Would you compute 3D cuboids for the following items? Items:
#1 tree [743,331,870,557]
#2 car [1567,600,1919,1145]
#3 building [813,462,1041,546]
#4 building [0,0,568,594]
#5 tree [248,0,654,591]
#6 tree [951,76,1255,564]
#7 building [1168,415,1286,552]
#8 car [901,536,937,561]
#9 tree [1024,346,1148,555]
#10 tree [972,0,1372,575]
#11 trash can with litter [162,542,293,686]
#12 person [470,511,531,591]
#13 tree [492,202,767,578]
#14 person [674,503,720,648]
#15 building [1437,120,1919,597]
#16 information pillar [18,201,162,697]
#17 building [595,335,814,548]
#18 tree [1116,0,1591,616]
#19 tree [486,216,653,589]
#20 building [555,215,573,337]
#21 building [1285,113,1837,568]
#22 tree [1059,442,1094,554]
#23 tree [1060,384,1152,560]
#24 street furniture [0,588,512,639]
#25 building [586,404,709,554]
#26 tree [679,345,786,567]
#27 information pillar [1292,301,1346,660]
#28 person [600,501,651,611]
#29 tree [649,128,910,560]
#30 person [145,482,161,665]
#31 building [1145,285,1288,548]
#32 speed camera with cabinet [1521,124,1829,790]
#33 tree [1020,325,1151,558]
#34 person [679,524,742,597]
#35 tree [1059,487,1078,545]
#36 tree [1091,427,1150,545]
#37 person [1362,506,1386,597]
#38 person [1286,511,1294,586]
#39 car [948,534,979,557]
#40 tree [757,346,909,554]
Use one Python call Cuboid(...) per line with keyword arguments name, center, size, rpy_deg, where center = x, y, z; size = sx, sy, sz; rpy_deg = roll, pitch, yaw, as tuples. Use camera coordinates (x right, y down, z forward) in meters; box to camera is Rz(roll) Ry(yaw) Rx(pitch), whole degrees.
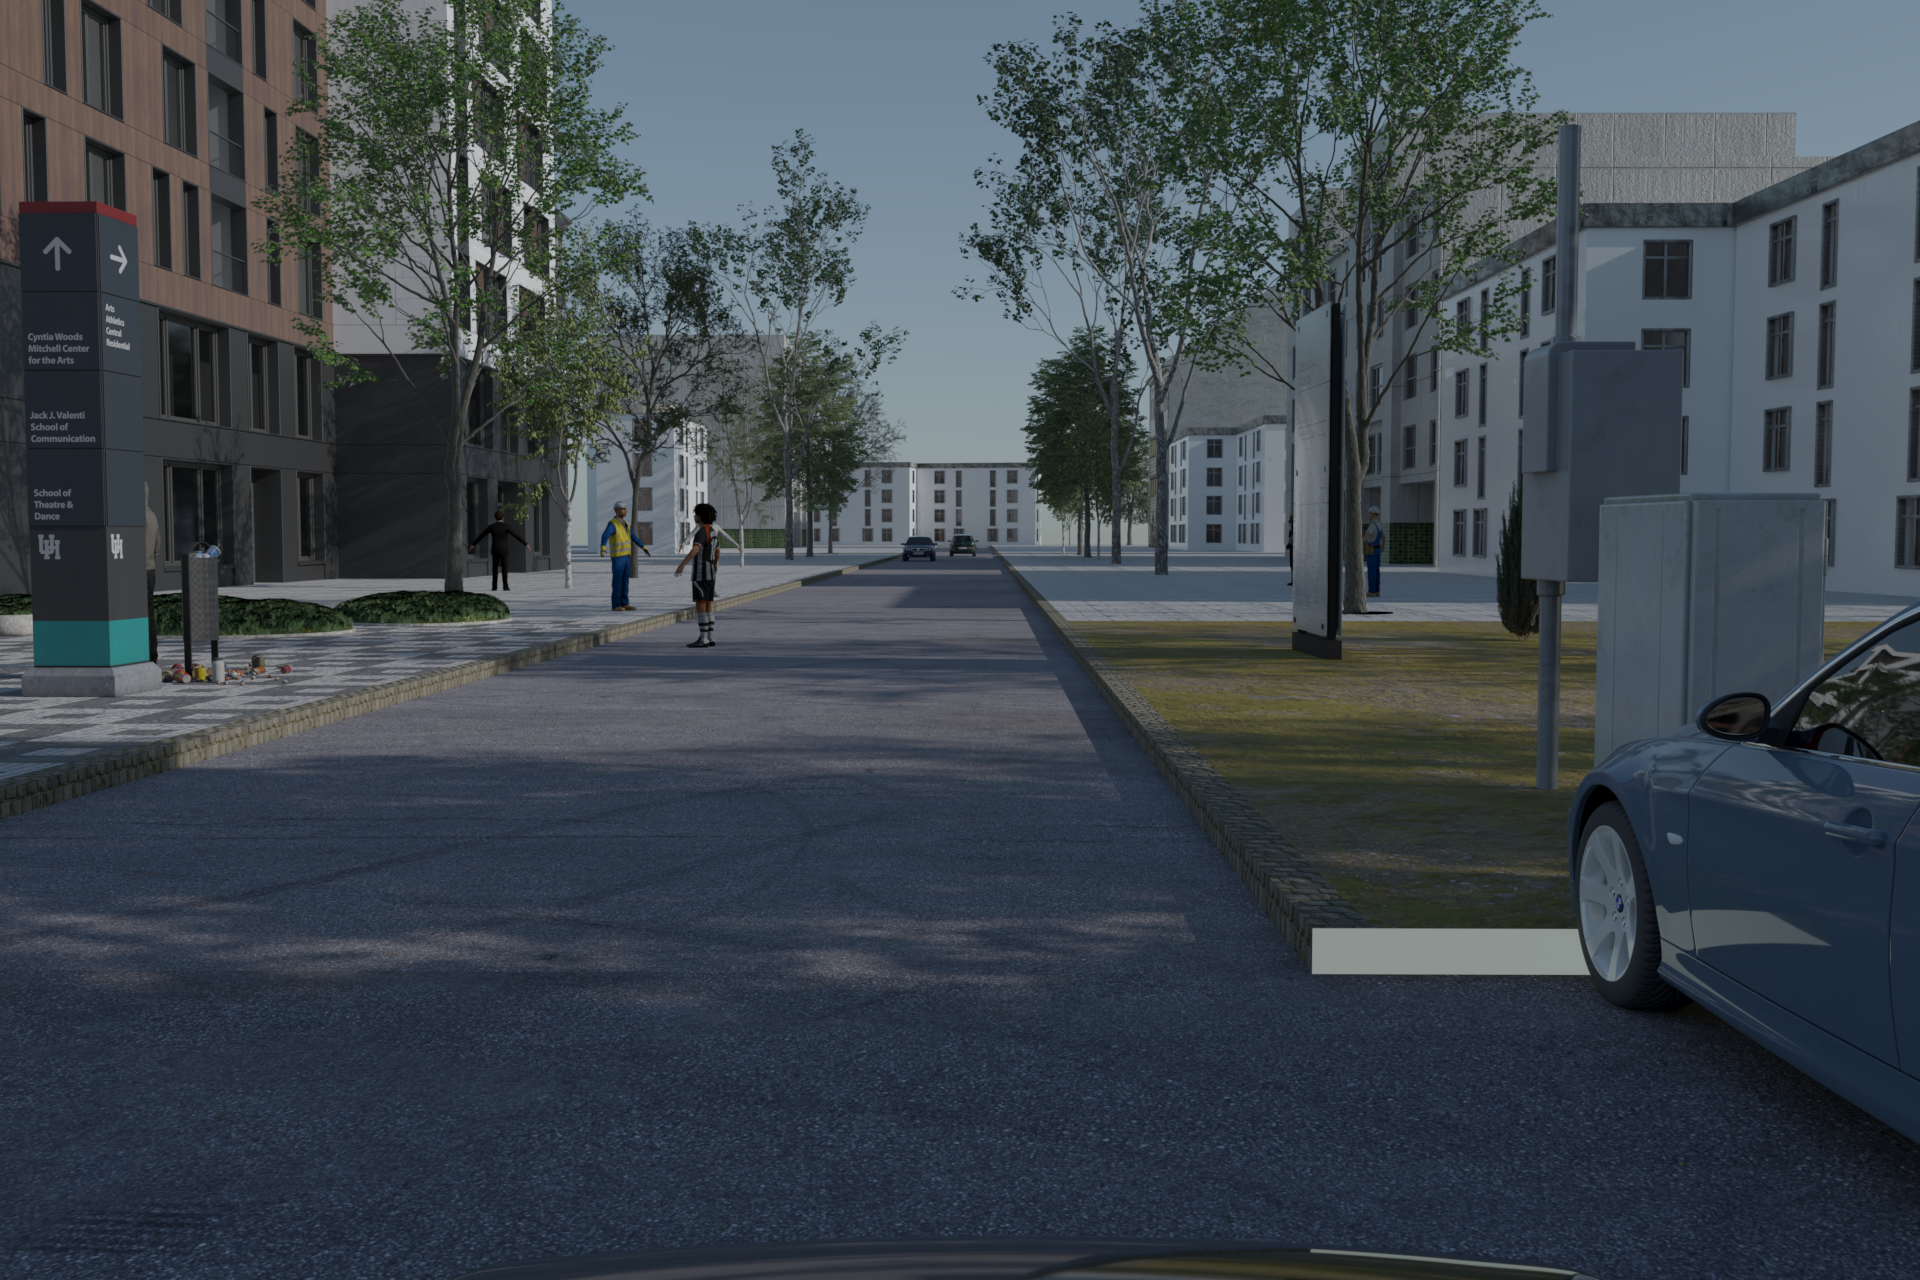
Cuboid(name="tree", center=(-8.713, -10.974, 97.549), size=(7.486, 12.596, 7.792), rpy_deg=(0, 3, 0))
Cuboid(name="car", center=(2.817, 0.504, 3.769), size=(2.014, 1.417, 4.499), rpy_deg=(0, 4, 0))
Cuboid(name="building", center=(-4.901, -15.753, 202.173), size=(28.070, 9.664, 9.099), rpy_deg=(1, 4, 10))
Cuboid(name="building", center=(-28.348, -12.410, 46.881), size=(27.936, 21.610, 32.646), rpy_deg=(0, 4, 0))
Cuboid(name="tree", center=(-9.354, -6.502, 32.070), size=(9.928, 11.665, 9.643), rpy_deg=(0, 3, 0))
Cuboid(name="tree", center=(5.861, -13.273, 72.908), size=(12.611, 20.169, 13.585), rpy_deg=(0, 3, 0))
Cuboid(name="building", center=(22.388, -11.882, 136.410), size=(9.099, 9.664, 28.070), rpy_deg=(0, 4, 1))
Cuboid(name="car", center=(-2.163, -4.872, 92.236), size=(1.945, 1.354, 3.894), rpy_deg=(0, 4, 0))
Cuboid(name="tree", center=(7.489, -11.386, 104.284), size=(7.486, 12.596, 7.792), rpy_deg=(0, 3, 0))
Cuboid(name="tree", center=(6.328, -12.030, 52.579), size=(12.611, 20.169, 13.585), rpy_deg=(0, 3, 0))
Cuboid(name="trash can with litter", center=(-6.595, -0.284, 15.701), size=(1.678, 1.210, 2.233), rpy_deg=(0, 4, 2))
Cuboid(name="person", center=(-10.392, -2.014, 39.112), size=(1.347, 1.806, 0.705), rpy_deg=(-1, 4, -8))
Cuboid(name="tree", center=(-9.528, -7.051, 49.704), size=(8.767, 10.594, 7.601), rpy_deg=(0, 4, 2))
Cuboid(name="person", center=(-3.266, -0.813, 21.895), size=(0.704, 1.843, 1.345), rpy_deg=(1, 4, 12))
Cuboid(name="building", center=(20.336, -6.239, 44.155), size=(9.099, 9.664, 28.070), rpy_deg=(0, 4, 1))
Cuboid(name="information pillar", center=(-6.994, -1.498, 13.866), size=(0.750, 3.857, 0.750), rpy_deg=(0, 4, 2))
Cuboid(name="building", center=(-24.005, -18.530, 169.430), size=(16.747, 18.905, 31.486), rpy_deg=(0, 4, 0))
Cuboid(name="tree", center=(6.326, -6.233, 27.659), size=(9.928, 11.665, 9.643), rpy_deg=(0, 3, 0))
Cuboid(name="tree", center=(-9.265, -5.528, 40.741), size=(4.737, 8.622, 4.395), rpy_deg=(0, 3, 0))
Cuboid(name="building", center=(-28.582, -14.928, 74.994), size=(19.493, 23.208, 18.063), rpy_deg=(0, 4, 1))
Cuboid(name="building", center=(26.660, -13.152, 81.492), size=(16.747, 18.905, 31.486), rpy_deg=(0, 4, 0))
Cuboid(name="tree", center=(6.802, -9.876, 111.838), size=(4.737, 8.622, 4.395), rpy_deg=(0, 3, 0))
Cuboid(name="tree", center=(7.094, -8.265, 85.487), size=(4.737, 8.622, 4.395), rpy_deg=(0, 3, 0))
Cuboid(name="street furniture", center=(-11.497, -0.498, 23.767), size=(10.072, 0.657, 5.734), rpy_deg=(0, 4, -6))
Cuboid(name="building", center=(-22.783, -11.248, 126.048), size=(9.099, 9.664, 28.070), rpy_deg=(0, 4, 0))
Cuboid(name="tree", center=(-8.361, -7.137, 67.055), size=(4.360, 8.622, 3.978), rpy_deg=(0, 3, 0))
Cuboid(name="information pillar", center=(3.798, -1.655, 18.376), size=(0.184, 3.620, 1.656), rpy_deg=(0, 4, -1))
Cuboid(name="person", center=(-5.639, -1.403, 28.908), size=(0.705, 1.833, 1.349), rpy_deg=(2, 4, 24))
Cuboid(name="tree", center=(-8.870, -13.923, 83.528), size=(12.611, 20.169, 13.585), rpy_deg=(0, 3, 0))
Cuboid(name="person", center=(-7.910, -0.642, 16.633), size=(0.705, 1.813, 1.348), rpy_deg=(-1, 4, -9))
Cuboid(name="building", center=(27.851, -20.265, 162.269), size=(19.493, 23.208, 18.063), rpy_deg=(0, 4, 1))
Cuboid(name="speed camera with cabinet", center=(3.148, -0.824, 7.808), size=(0.660, 3.252, 2.038), rpy_deg=(0, 4, 0))
Cuboid(name="tree", center=(6.749, -10.774, 94.276), size=(7.486, 12.596, 7.792), rpy_deg=(0, 3, 0))
Cuboid(name="person", center=(-5.092, -1.771, 35.150), size=(1.347, 1.806, 0.705), rpy_deg=(-2, 4, -29))
Cuboid(name="tree", center=(12.886, -15.260, 199.855), size=(4.360, 8.622, 3.978), rpy_deg=(0, 3, 0))
Cuboid(name="tree", center=(19.569, -17.851, 198.517), size=(9.857, 13.997, 8.962), rpy_deg=(0, 3, 0))
Cuboid(name="person", center=(8.435, -1.809, 35.442), size=(0.705, 1.847, 1.347), rpy_deg=(3, 4, 38))
Cuboid(name="person", center=(8.310, -2.285, 43.145), size=(0.705, 1.856, 1.354), rpy_deg=(1, 4, 16))
Cuboid(name="car", center=(0.191, -6.204, 111.227), size=(2.009, 1.686, 4.222), rpy_deg=(0, 4, 0))
Cuboid(name="tree", center=(-8.300, -12.322, 111.836), size=(12.009, 13.543, 11.850), rpy_deg=(0, 3, 0))
